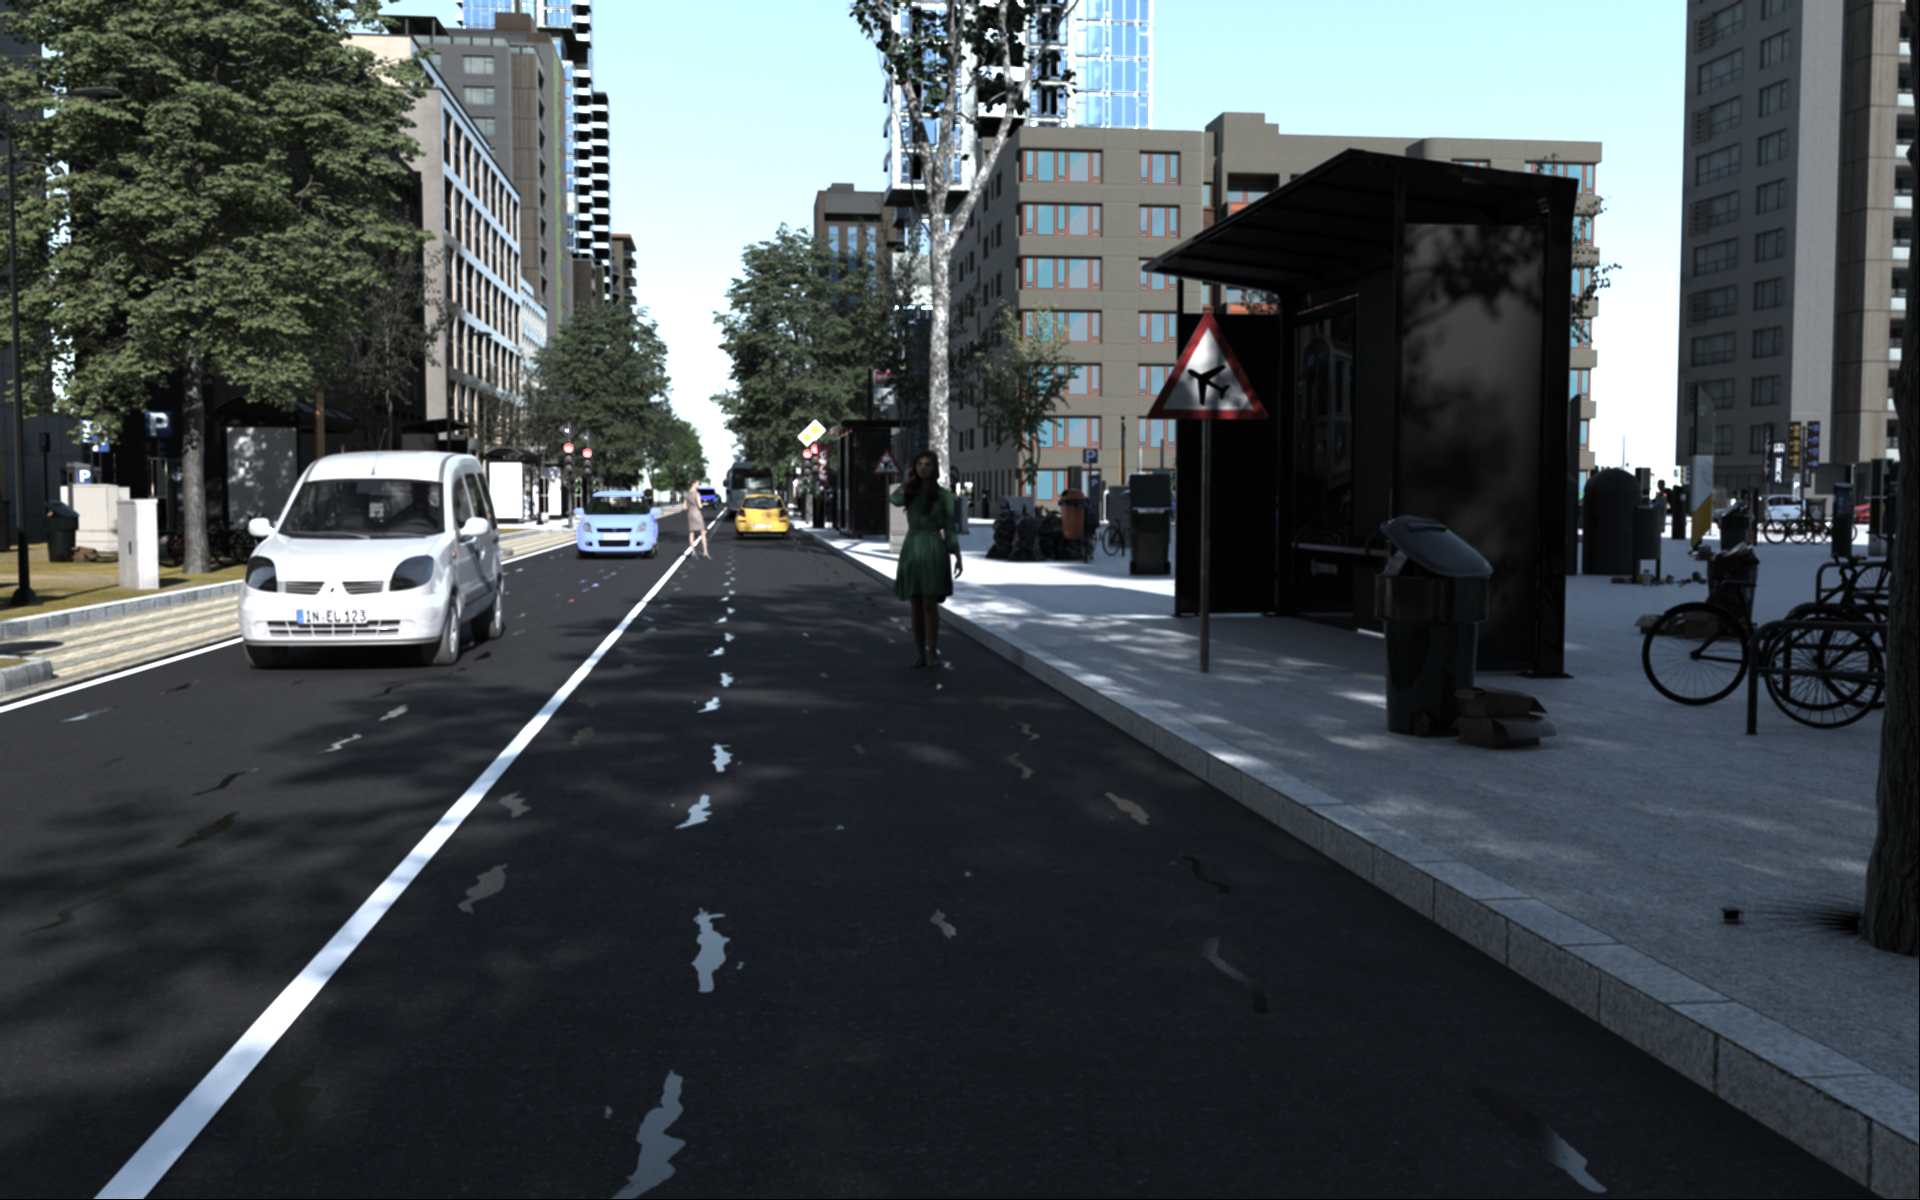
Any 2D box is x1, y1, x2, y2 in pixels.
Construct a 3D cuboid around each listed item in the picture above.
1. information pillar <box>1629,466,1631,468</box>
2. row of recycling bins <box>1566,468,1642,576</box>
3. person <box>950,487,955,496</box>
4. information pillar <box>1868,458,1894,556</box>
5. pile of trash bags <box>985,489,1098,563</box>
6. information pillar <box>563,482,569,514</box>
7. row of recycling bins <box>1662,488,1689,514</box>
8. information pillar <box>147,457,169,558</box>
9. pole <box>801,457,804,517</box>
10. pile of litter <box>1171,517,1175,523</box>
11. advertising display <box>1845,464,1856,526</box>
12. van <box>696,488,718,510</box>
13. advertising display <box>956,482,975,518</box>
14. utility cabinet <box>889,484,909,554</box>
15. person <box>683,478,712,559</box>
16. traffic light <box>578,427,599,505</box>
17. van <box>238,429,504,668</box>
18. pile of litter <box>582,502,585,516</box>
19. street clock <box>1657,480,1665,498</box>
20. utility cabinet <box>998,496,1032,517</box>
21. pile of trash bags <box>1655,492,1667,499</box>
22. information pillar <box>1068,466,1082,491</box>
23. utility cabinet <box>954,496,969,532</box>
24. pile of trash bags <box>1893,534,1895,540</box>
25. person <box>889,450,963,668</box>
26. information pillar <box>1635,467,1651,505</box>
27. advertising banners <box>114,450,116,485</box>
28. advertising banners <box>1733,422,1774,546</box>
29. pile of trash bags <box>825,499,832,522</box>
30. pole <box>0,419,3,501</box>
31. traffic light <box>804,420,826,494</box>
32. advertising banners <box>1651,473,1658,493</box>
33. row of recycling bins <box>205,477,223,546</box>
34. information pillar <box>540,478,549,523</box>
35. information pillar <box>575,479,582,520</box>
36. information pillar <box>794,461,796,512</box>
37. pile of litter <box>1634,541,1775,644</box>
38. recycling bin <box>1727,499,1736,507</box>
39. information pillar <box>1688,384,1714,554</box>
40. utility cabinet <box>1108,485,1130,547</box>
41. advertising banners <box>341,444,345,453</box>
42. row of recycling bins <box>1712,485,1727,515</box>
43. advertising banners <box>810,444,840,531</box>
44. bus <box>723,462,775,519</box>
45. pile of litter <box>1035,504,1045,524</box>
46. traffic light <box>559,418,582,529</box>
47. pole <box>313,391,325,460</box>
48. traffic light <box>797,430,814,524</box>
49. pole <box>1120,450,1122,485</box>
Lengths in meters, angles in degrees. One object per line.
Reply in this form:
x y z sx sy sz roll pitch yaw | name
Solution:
54.527 -9.179 141.435 0.504 3.616 0.183 0 4 5 | information pillar
9.068 -1.266 27.806 3.534 1.692 1.069 1 4 10 | row of recycling bins
-0.436 -3.865 71.868 0.537 1.800 0.526 0 4 -2 | person
19.007 -1.911 35.743 0.304 2.012 0.304 -1 4 -19 | information pillar
1.759 -1.450 33.468 1.912 1.369 3.447 -1 4 -15 | pile of trash bags
-23.159 -5.959 101.928 0.304 2.012 0.304 -2 4 -33 | information pillar
46.579 -6.352 110.970 1.069 1.692 3.534 -3 5 -40 | row of recycling bins
-16.144 -1.859 34.884 0.304 2.012 0.304 -3 4 -37 | information pillar
-8.640 -6.196 95.154 0.158 3.312 0.155 0 3 0 | pole
9.716 -3.928 78.187 1.176 0.858 1.719 2 4 31 | pile of litter
19.129 -1.960 37.258 0.123 1.923 0.974 2 4 32 | advertising display
-23.685 -9.606 161.440 2.240 2.365 5.245 0 4 -7 | van
0.279 -5.278 91.514 0.974 1.923 0.123 0 4 7 | advertising display
-1.042 -1.707 36.584 0.318 1.500 1.173 -3 4 -38 | utility cabinet
-5.800 -1.799 38.256 0.599 1.781 0.374 2 4 34 | person
-15.472 -5.092 72.167 0.839 4.253 0.868 0 4 -7 | traffic light
-5.196 -0.527 15.624 2.013 2.044 4.112 0 4 -7 | van
-22.478 -5.502 103.916 1.176 0.858 1.719 2 4 31 | pile of litter
34.962 -5.004 86.390 0.358 2.002 0.471 0 4 1 | street clock
1.539 -2.250 47.944 1.020 1.237 0.306 -3 5 -42 | utility cabinet
56.301 -7.915 139.166 3.447 1.369 1.912 2 4 25 | pile of trash bags
3.004 -2.498 45.326 0.304 2.012 0.304 -1 4 -17 | information pillar
-0.132 -2.929 59.045 0.306 1.237 1.020 -3 4 -37 | utility cabinet
5.263 0.217 6.200 3.447 1.369 1.912 3 4 36 | pile of trash bags
-0.272 -0.335 14.222 0.600 1.795 0.529 0 4 1 | person
18.756 -2.638 47.620 0.304 2.012 0.304 -1 4 -16 | information pillar
-34.165 -4.520 70.089 0.090 3.025 2.074 -2 4 -25 | advertising banners
19.657 -2.858 42.919 0.090 3.025 2.074 0 4 1 | advertising banners
-4.790 -4.159 77.756 1.912 1.369 3.447 -1 4 -21 | pile of trash bags
-25.137 -3.146 45.283 0.158 3.312 0.155 0 3 0 | pole
-5.472 -4.678 65.408 0.839 4.253 0.868 0 4 -7 | traffic light
57.790 -8.998 143.304 2.074 3.025 0.090 -2 4 -31 | advertising banners
-17.926 -2.219 43.394 1.069 1.692 3.534 0 4 -4 | row of recycling bins
-18.513 -4.439 77.075 0.304 2.012 0.304 2 4 25 | information pillar
-19.017 -5.003 86.285 0.304 2.012 0.304 -1 4 -18 | information pillar
-11.516 -7.912 120.721 0.183 3.616 0.504 0 4 1 | information pillar
6.737 -0.104 15.672 1.176 0.858 1.719 2 4 24 | pile of litter
39.549 -4.649 88.572 0.722 1.027 0.722 -1 4 -11 | recycling bin
15.820 -2.786 36.913 0.504 3.616 0.183 -1 4 -22 | information pillar
3.995 -2.020 41.713 0.318 1.500 1.173 -2 4 -26 | utility cabinet
-21.815 -3.954 60.828 0.090 3.025 2.074 -2 4 -30 | advertising banners
34.900 -4.466 80.134 1.069 1.692 3.534 2 4 29 | row of recycling bins
-4.556 -4.182 64.563 2.074 3.025 0.090 -1 4 -14 | advertising banners
-12.768 -6.715 104.642 2.948 3.499 13.247 -1 4 -9 | bus
3.238 -3.729 74.939 1.176 0.858 1.719 -3 4 -36 | pile of litter
-14.458 -4.607 64.246 0.839 4.253 0.868 0 4 -7 | traffic light
-12.732 -2.485 34.468 0.158 3.312 0.155 0 3 0 | pole
-6.486 -5.163 73.329 0.839 4.253 0.868 0 4 -7 | traffic light
7.494 -5.270 80.014 0.158 3.312 0.155 0 3 0 | pole
